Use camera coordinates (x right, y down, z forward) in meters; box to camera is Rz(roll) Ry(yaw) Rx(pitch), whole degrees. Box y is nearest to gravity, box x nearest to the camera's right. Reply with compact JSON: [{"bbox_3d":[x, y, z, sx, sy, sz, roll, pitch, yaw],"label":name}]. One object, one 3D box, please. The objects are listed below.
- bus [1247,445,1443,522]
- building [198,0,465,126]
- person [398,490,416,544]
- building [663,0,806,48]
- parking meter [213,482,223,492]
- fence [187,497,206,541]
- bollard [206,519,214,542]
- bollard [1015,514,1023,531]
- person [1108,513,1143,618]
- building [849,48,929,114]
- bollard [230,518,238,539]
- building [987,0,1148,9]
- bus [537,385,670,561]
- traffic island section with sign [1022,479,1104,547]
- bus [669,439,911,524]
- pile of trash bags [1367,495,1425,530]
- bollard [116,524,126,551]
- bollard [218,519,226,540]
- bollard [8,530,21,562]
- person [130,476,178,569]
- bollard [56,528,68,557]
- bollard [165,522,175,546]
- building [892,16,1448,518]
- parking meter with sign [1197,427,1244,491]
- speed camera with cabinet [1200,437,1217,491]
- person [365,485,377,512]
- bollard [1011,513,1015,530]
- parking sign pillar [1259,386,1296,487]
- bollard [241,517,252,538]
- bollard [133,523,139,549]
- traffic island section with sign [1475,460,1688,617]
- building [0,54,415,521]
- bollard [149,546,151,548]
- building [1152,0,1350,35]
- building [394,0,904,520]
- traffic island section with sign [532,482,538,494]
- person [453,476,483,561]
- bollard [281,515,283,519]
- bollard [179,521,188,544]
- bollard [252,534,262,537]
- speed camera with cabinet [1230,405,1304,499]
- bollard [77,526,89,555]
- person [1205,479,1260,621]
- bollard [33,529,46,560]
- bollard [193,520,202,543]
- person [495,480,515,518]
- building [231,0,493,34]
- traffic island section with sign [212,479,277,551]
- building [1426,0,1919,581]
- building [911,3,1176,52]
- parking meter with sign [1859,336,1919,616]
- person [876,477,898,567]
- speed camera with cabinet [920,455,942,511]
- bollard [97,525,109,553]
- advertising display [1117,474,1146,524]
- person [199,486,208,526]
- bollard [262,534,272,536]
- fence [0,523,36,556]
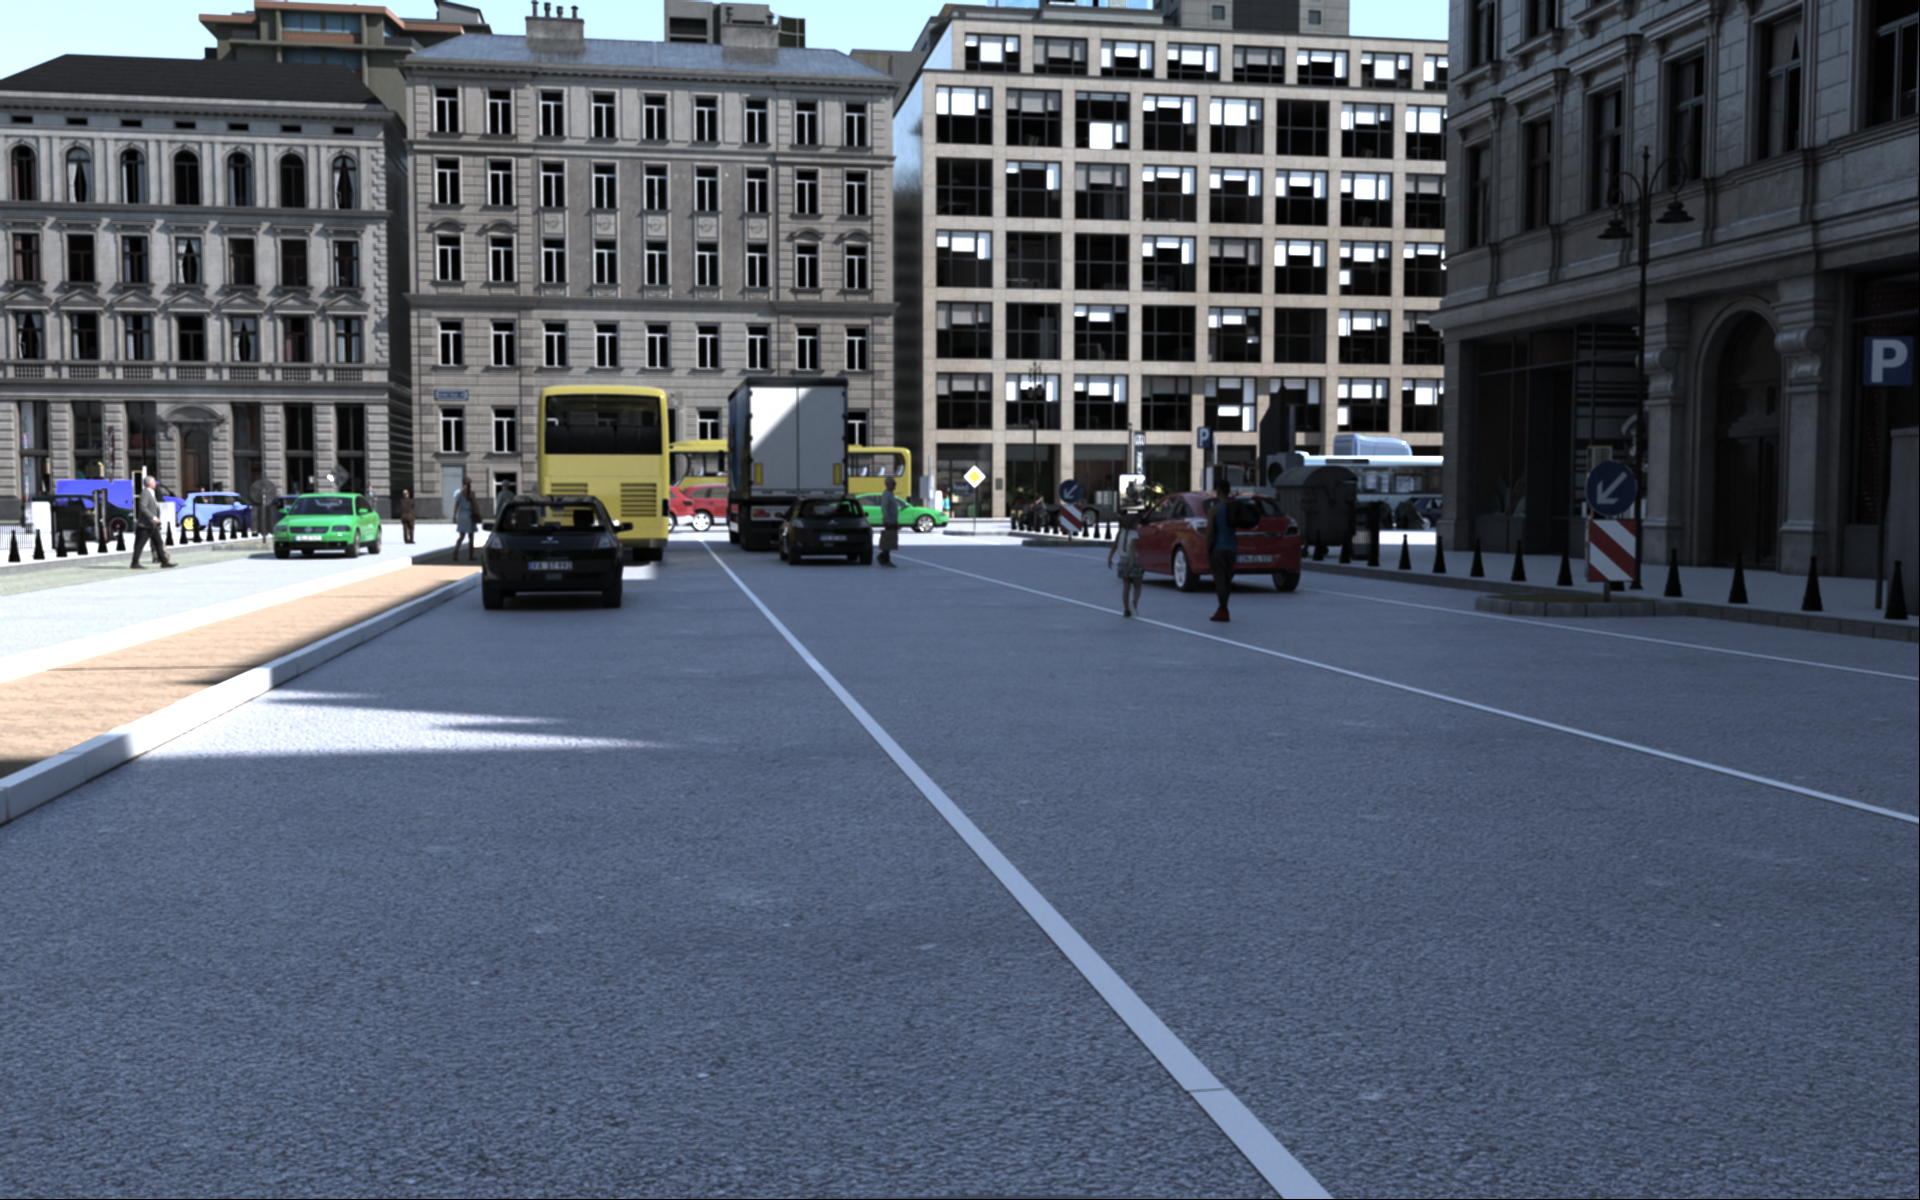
[{"bbox_3d":[17.954,-4.685,71.462,13.247,3.499,2.948,-1,4,-12],"label":"bus"},{"bbox_3d":[-55.710,-30.821,158.544,22.147,44.769,28.867,-1,4,-10],"label":"building"},{"bbox_3d":[-15.964,-2.398,49.971,0.482,1.546,0.388,0,4,-4],"label":"person"},{"bbox_3d":[-32.988,-50.003,255.803,20.611,71.187,20.563,-1,4,-10],"label":"building"},{"bbox_3d":[-34.810,-4.619,81.237,0.399,1.863,0.255,1,4,16],"label":"parking meter"},{"bbox_3d":[-21.316,-2.264,48.215,0.480,1.192,2.264,-2,4,-25],"label":"fence"},{"bbox_3d":[-20.276,-1.882,46.809,0.229,0.601,0.229,0,3,0],"label":"bollard"},{"bbox_3d":[2.158,-2.721,60.534,0.229,0.601,0.229,0,3,0],"label":"bollard"},{"bbox_3d":[1.903,-0.406,20.156,0.505,1.210,0.382,3,5,39],"label":"person"},{"bbox_3d":[-3.938,-29.379,163.946,14.154,41.232,14.086,-1,4,-10],"label":"building"},{"bbox_3d":[-20.727,-2.040,49.403,0.229,0.601,0.229,0,3,0],"label":"bollard"},{"bbox_3d":[16.729,-58.219,264.545,31.000,86.520,22.319,-1,4,-10],"label":"building"},{"bbox_3d":[-8.082,-2.944,39.678,2.896,3.916,12.252,-1,4,-11],"label":"bus"},{"bbox_3d":[2.771,-2.396,47.799,1.989,1.847,2.006,-1,4,-10],"label":"traffic island section with sign"},{"bbox_3d":[-8.441,-5.347,78.973,12.252,3.916,2.896,0,4,-8],"label":"bus"},{"bbox_3d":[16.472,-3.250,62.893,3.447,1.369,1.912,1,4,16],"label":"pile of trash bags"},{"bbox_3d":[-18.920,-1.407,39.038,0.229,0.601,0.229,0,3,0],"label":"bollard"},{"bbox_3d":[-20.497,-1.961,48.105,0.229,0.601,0.229,0,3,0],"label":"bollard"},{"bbox_3d":[-17.796,-1.011,32.579,0.229,0.601,0.229,0,3,0],"label":"bollard"},{"bbox_3d":[-15.431,-1.482,33.125,0.834,1.777,0.661,-2,4,-24],"label":"person"},{"bbox_3d":[-18.245,-1.170,35.165,0.229,0.601,0.229,0,3,0],"label":"bollard"},{"bbox_3d":[-19.596,-1.644,42.917,0.229,0.601,0.229,0,3,0],"label":"bollard"},{"bbox_3d":[13.172,-18.226,102.504,34.151,26.468,19.350,-1,4,-10],"label":"building"},{"bbox_3d":[7.073,-3.006,45.410,1.738,3.016,0.543,-2,4,-30],"label":"parking meter with sign"},{"bbox_3d":[8.750,-4.033,60.275,0.660,3.252,2.038,1,4,14],"label":"speed camera with cabinet"},{"bbox_3d":[-26.772,-4.319,78.915,0.655,1.846,0.447,-3,5,-43],"label":"person"},{"bbox_3d":[1.931,-2.801,61.832,0.229,0.601,0.229,0,3,0],"label":"bollard"},{"bbox_3d":[8.054,-3.398,44.033,1.447,3.967,1.447,-1,4,-13],"label":"parking sign pillar"},{"bbox_3d":[-20.947,-2.119,50.695,0.229,0.601,0.229,0,3,0],"label":"bollard"},{"bbox_3d":[-19.145,-1.486,40.329,0.229,0.601,0.229,0,3,0],"label":"bollard"},{"bbox_3d":[7.417,-0.763,21.102,1.989,1.847,2.006,-1,4,-10],"label":"traffic island section with sign"},{"bbox_3d":[-38.464,-15.926,89.272,19.941,23.489,11.050,-1,4,-10],"label":"building"},{"bbox_3d":[-19.371,-1.564,41.620,0.229,0.601,0.229,0,3,0],"label":"bollard"},{"bbox_3d":[33.734,-47.305,211.691,20.611,71.187,20.563,-1,4,-10],"label":"building"},{"bbox_3d":[-16.299,-18.097,93.147,25.104,27.353,12.463,-1,4,-10],"label":"building"},{"bbox_3d":[-14.141,-3.074,58.399,2.006,1.907,1.989,-1,4,-10],"label":"traffic island section with sign"},{"bbox_3d":[-10.542,-1.740,37.049,0.616,1.811,0.778,1,4,15],"label":"person"},{"bbox_3d":[-21.852,-2.436,55.869,0.229,0.601,0.229,0,3,0],"label":"bollard"},{"bbox_3d":[-19.823,-1.723,44.208,0.229,0.601,0.229,0,3,0],"label":"bollard"},{"bbox_3d":[-21.173,-2.199,51.994,0.229,0.601,0.229,0,3,0],"label":"bollard"},{"bbox_3d":[6.924,-2.747,39.248,0.660,3.252,2.038,-2,4,-28],"label":"speed camera with cabinet"},{"bbox_3d":[-18.474,-1.249,36.456,0.229,0.601,0.229,0,3,0],"label":"bollard"},{"bbox_3d":[3.022,-0.563,19.580,0.647,1.594,0.662,-2,4,-34],"label":"person"},{"bbox_3d":[-18.021,-1.091,33.874,0.229,0.601,0.229,0,3,0],"label":"bollard"},{"bbox_3d":[-20.049,-1.802,45.507,0.229,0.601,0.229,0,3,0],"label":"bollard"},{"bbox_3d":[-10.580,-1.938,40.668,0.515,1.767,0.782,2,4,31],"label":"person"},{"bbox_3d":[-64.621,-36.884,192.285,27.495,52.752,28.713,-1,4,-10],"label":"building"},{"bbox_3d":[-17.949,-2.195,44.516,1.989,1.847,2.006,-1,4,-10],"label":"traffic island section with sign"},{"bbox_3d":[15.476,-11.467,38.402,10.553,20.767,40.483,-1,4,-10],"label":"building"},{"bbox_3d":[9.616,-40.752,208.292,28.212,58.520,21.231,-1,4,-10],"label":"building"},{"bbox_3d":[10.242,-1.355,18.408,0.543,3.016,1.738,0,4,0],"label":"parking meter with sign"},{"bbox_3d":[-1.426,-1.515,33.752,0.515,1.767,0.782,0,4,6],"label":"person"},{"bbox_3d":[-1.503,-5.757,88.468,0.660,3.252,2.038,1,4,16],"label":"speed camera with cabinet"},{"bbox_3d":[-18.694,-1.328,37.748,0.229,0.601,0.229,0,3,0],"label":"bollard"},{"bbox_3d":[5.423,-3.028,54.725,0.974,1.923,0.123,-1,4,-22],"label":"advertising display"},{"bbox_3d":[-33.348,-4.134,76.536,0.683,1.767,0.568,-2,4,-32],"label":"person"},{"bbox_3d":[-21.402,-2.278,53.284,0.229,0.601,0.229,0,3,0],"label":"bollard"},{"bbox_3d":[-19.093,-1.177,34.625,0.278,0.683,2.069,0,4,5],"label":"fence"}]
